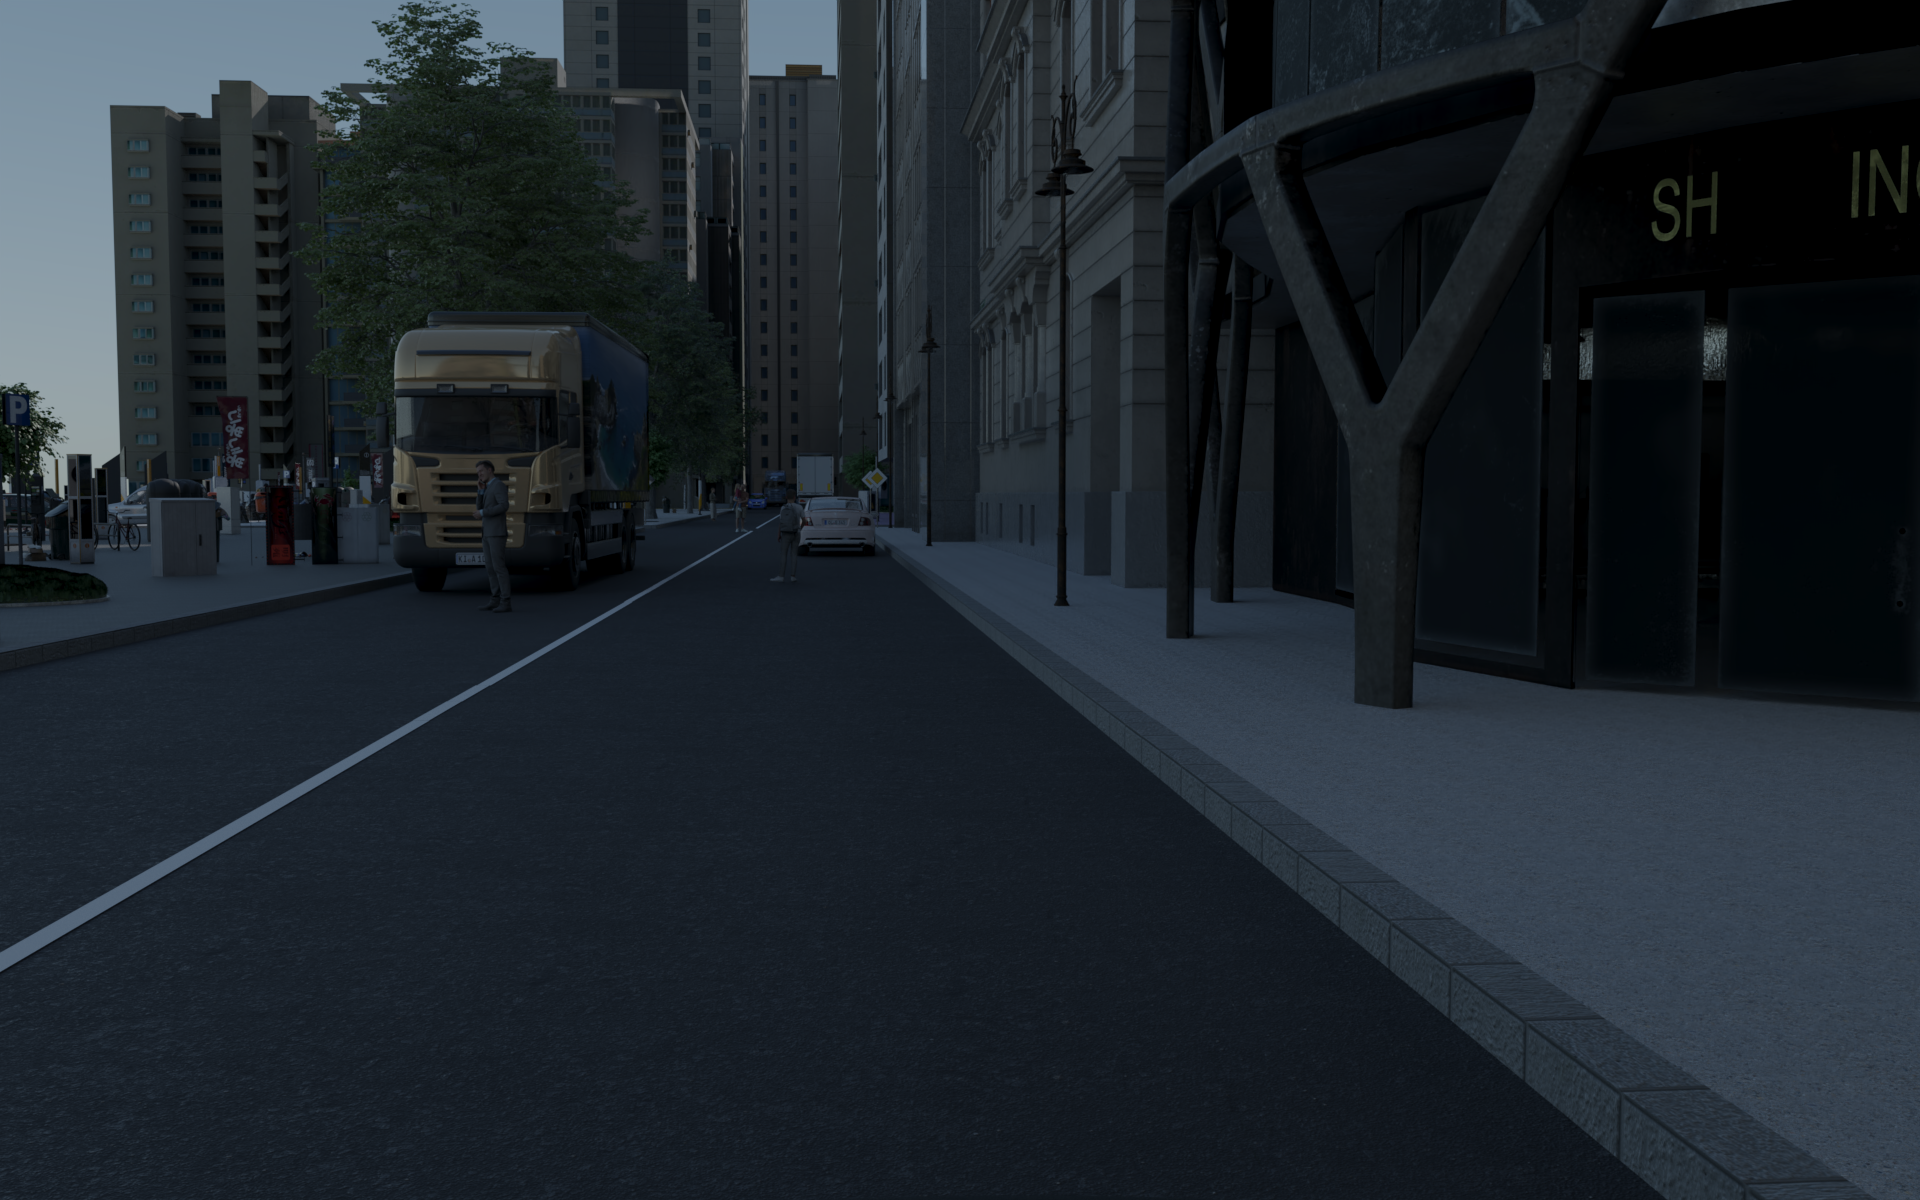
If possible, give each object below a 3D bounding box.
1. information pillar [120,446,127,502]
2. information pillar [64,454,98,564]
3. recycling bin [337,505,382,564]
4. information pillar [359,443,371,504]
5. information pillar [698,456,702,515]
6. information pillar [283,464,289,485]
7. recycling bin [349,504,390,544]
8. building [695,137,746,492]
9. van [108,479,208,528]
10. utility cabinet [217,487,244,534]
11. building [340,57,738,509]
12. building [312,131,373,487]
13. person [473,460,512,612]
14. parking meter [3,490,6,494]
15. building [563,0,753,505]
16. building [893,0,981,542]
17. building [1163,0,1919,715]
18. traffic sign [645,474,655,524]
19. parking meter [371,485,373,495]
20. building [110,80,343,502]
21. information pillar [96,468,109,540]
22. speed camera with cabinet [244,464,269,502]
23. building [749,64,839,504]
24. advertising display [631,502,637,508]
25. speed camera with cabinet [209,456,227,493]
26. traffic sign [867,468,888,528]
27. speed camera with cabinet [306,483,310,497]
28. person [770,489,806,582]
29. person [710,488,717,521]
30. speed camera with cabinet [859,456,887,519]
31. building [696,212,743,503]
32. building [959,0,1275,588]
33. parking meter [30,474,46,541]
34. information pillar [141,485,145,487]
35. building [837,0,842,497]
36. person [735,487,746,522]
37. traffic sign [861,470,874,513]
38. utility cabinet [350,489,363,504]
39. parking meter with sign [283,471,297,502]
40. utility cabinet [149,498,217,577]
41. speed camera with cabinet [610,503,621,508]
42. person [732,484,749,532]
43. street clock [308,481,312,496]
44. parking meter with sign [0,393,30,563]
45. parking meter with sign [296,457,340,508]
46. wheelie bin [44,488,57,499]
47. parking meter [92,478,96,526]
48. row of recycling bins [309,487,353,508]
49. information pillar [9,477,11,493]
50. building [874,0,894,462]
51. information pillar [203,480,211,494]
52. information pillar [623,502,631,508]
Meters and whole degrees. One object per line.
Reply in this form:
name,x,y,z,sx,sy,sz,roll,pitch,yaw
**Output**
information pillar,-40.839,-5.703,84.597,0.504,3.616,0.183,3,5,40
information pillar,-16.107,-1.666,31.729,0.304,2.012,0.304,2,4,27
recycling bin,-11.199,-1.198,32.144,0.722,1.027,0.722,-1,4,-23
information pillar,-27.233,-5.381,79.340,0.504,3.616,0.183,-1,4,-14
information pillar,-15.895,-7.004,105.877,0.183,3.616,0.504,-1,4,-19
information pillar,-52.688,-8.812,135.432,0.504,3.616,0.183,2,4,31
recycling bin,-15.065,-1.936,44.206,0.722,1.027,0.722,2,4,29
building,-31.341,-31.132,192.599,14.154,41.232,14.086,0,4,-5
van,-31.615,-3.716,67.764,4.112,2.044,2.013,0,4,-6
utility cabinet,-23.360,-2.854,55.346,0.318,1.500,1.173,-3,5,-43
building,-36.967,-28.550,158.667,32.217,40.220,23.993,0,4,-5
building,-60.881,-33.899,208.868,28.867,44.769,22.147,0,4,-5
person,-5.739,-0.786,21.157,0.447,1.846,0.655,-2,4,-35
parking meter,-62.846,-6.442,113.742,0.372,1.533,0.369,0,3,0
building,-36.356,-47.308,211.736,20.611,71.187,20.563,0,4,-5
building,4.277,-14.556,56.005,12.078,24.808,19.932,0,4,-5
building,9.991,-9.000,14.595,16.820,18.784,16.811,0,4,-5
traffic sign,-13.271,-4.246,73.064,0.795,2.450,0.064,0,4,-5
parking meter,-43.667,-7.524,128.735,0.399,1.863,0.255,3,5,45
building,-86.084,-35.697,207.340,21.600,48.544,21.300,0,4,-5
information pillar,-24.147,-2.706,48.731,0.304,2.012,0.304,-2,4,-32
speed camera with cabinet,-46.669,-7.367,114.791,0.660,3.252,2.038,1,4,16
building,-30.988,-42.708,240.273,28.212,58.520,21.231,0,4,-5
advertising display,-18.987,-5.773,99.607,0.123,1.923,0.974,2,4,34
speed camera with cabinet,-38.071,-5.823,89.545,0.660,3.252,2.038,-3,4,-36
traffic sign,-3.147,-3.806,65.869,0.795,2.450,0.064,0,4,-5
speed camera with cabinet,-50.249,-8.583,134.661,0.660,3.252,2.038,0,4,-1
person,-2.810,-1.057,28.373,0.523,1.515,0.503,3,4,37
person,-12.995,-5.037,91.405,0.362,1.759,0.519,1,4,13
speed camera with cabinet,-4.525,-5.864,90.212,0.660,3.252,2.038,2,4,28
building,-29.862,-24.897,178.769,14.160,30.474,14.107,0,4,-5
building,7.521,-15.102,34.306,14.401,28.519,23.554,0,4,-5
parking meter,-25.215,-2.547,47.354,0.255,1.863,0.399,-1,4,-12
information pillar,-65.493,-8.226,138.981,0.304,2.012,0.304,2,4,33
building,1.311,-31.250,134.643,21.300,48.544,21.600,0,4,-5
person,-11.182,-4.844,87.877,0.709,1.800,0.728,2,4,26
traffic sign,-3.808,-4.293,73.827,0.795,2.450,0.064,0,4,-5
utility cabinet,-27.169,-4.242,78.041,0.318,1.500,1.173,0,4,-7
parking meter with sign,-49.794,-8.147,129.466,0.543,3.016,1.738,1,4,13
utility cabinet,-12.266,-0.992,27.383,0.306,1.237,1.020,2,4,26
speed camera with cabinet,-25.824,-8.307,130.155,0.660,3.252,2.038,2,4,29
person,-8.306,-3.483,65.414,0.573,1.828,0.580,2,4,25
street clock,-36.688,-5.722,98.120,0.471,2.002,0.358,-1,4,-17
parking meter with sign,-17.234,-2.089,30.420,1.738,3.016,0.543,1,4,14
parking meter with sign,-29.842,-5.171,80.802,1.738,3.016,0.543,-3,5,-45
wheelie bin,-48.827,-5.194,92.828,0.693,1.594,0.980,0,4,4
parking meter,-30.910,-3.451,62.128,0.255,1.863,0.399,-1,4,-9
row of recycling bins,-36.853,-5.792,101.814,3.534,1.692,1.069,2,4,29
information pillar,-74.056,-8.794,135.139,0.504,3.616,0.183,2,4,33
building,3.308,-18.843,79.790,14.107,30.474,14.160,0,4,-5
information pillar,-39.685,-5.309,91.292,0.304,2.012,0.304,-3,5,-44
information pillar,-14.727,-5.212,76.575,0.183,3.616,0.504,2,4,23
